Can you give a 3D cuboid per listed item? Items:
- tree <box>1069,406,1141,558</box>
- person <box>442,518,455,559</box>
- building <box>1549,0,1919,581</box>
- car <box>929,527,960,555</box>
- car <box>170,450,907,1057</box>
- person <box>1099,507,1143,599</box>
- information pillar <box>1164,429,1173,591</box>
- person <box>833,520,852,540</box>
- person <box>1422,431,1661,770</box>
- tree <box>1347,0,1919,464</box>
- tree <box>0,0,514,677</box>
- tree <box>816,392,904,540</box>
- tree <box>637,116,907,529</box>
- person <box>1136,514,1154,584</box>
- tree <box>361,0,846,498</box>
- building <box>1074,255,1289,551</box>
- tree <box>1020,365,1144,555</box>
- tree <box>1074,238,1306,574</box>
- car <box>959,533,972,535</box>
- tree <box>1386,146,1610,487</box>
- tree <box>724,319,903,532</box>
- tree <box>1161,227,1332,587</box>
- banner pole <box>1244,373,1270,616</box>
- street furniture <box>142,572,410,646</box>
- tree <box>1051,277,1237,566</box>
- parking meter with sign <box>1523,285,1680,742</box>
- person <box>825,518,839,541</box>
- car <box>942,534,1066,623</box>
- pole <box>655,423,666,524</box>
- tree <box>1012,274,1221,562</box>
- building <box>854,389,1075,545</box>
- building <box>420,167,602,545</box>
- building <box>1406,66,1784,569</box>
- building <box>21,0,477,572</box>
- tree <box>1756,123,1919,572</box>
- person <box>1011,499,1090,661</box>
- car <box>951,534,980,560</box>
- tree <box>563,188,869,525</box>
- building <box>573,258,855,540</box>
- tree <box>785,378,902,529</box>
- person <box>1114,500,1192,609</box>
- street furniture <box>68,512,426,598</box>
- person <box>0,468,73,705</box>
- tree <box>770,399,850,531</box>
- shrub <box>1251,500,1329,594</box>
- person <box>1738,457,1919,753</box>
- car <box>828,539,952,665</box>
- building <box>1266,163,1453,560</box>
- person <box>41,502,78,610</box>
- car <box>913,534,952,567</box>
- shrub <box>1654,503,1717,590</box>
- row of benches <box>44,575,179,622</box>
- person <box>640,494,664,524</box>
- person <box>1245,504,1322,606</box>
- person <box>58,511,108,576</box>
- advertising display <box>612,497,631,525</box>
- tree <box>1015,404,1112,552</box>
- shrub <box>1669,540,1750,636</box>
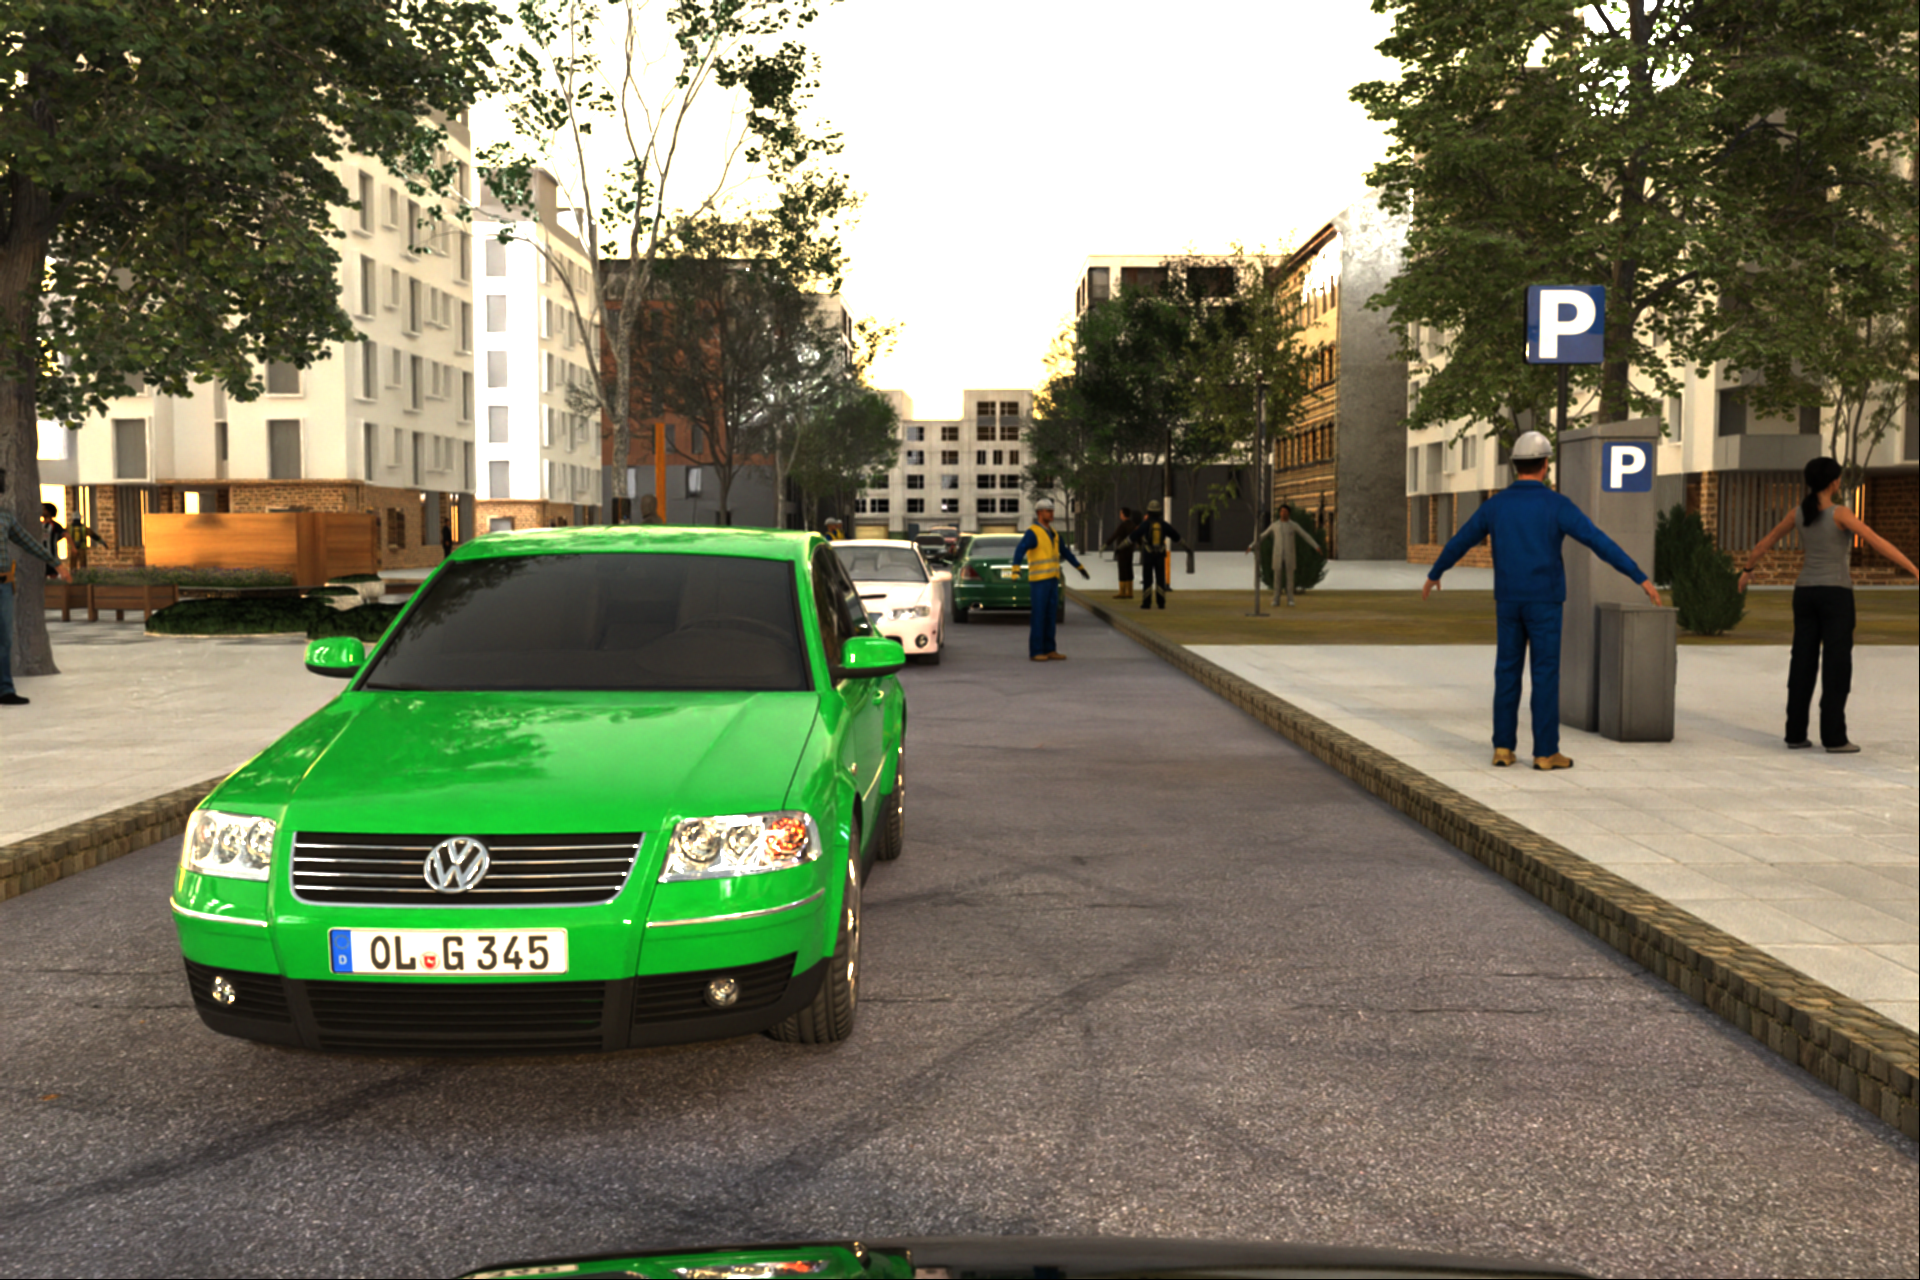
[{"bbox_3d":[7.435,-8.698,92.576,4.360,8.622,3.978,0,3,0],"label":"tree"},{"bbox_3d":[-17.059,-3.150,57.735,0.704,1.802,1.346,-1,4,-8],"label":"person"},{"bbox_3d":[24.756,-12.181,55.583,16.016,20.090,11.380,0,4,1],"label":"building"},{"bbox_3d":[-0.870,-5.220,94.017,2.281,1.827,5.304,0,4,0],"label":"car"},{"bbox_3d":[-1.149,0.154,6.285,1.959,1.807,4.718,0,4,1],"label":"car"},{"bbox_3d":[3.272,-1.736,34.516,0.704,1.812,1.346,3,5,42],"label":"person"},{"bbox_3d":[4.666,-2.910,38.937,0.183,3.616,0.504,0,4,-1],"label":"information pillar"},{"bbox_3d":[-4.074,-3.235,59.352,0.721,1.772,1.216,3,5,42],"label":"person"},{"bbox_3d":[3.143,-0.224,9.535,1.347,1.842,0.705,3,5,41],"label":"person"},{"bbox_3d":[7.754,-6.207,19.606,7.486,12.596,7.792,0,3,0],"label":"tree"},{"bbox_3d":[-8.741,-6.650,15.387,9.857,13.997,8.962,0,3,0],"label":"tree"},{"bbox_3d":[-7.658,-12.093,123.468,9.928,11.665,9.643,0,3,0],"label":"tree"},{"bbox_3d":[-8.923,-13.725,80.293,12.611,20.169,13.585,0,3,0],"label":"tree"},{"bbox_3d":[4.850,-2.356,44.793,0.705,1.796,1.348,-1,4,-10],"label":"person"},{"bbox_3d":[-8.518,-11.452,43.124,12.611,20.169,13.585,0,3,0],"label":"tree"},{"bbox_3d":[23.263,-18.308,143.311,27.936,21.610,32.646,0,4,0],"label":"building"},{"bbox_3d":[7.610,-10.979,105.267,9.928,11.665,9.643,0,3,0],"label":"tree"},{"bbox_3d":[7.281,-7.417,55.672,8.767,10.594,7.601,2,4,32],"label":"tree"},{"bbox_3d":[0.324,-6.113,108.994,2.155,1.783,4.494,0,4,0],"label":"car"},{"bbox_3d":[10.211,-4.980,31.789,4.737,8.622,4.395,0,3,0],"label":"tree"},{"bbox_3d":[-8.472,-11.591,99.883,12.009,13.543,11.850,0,3,0],"label":"tree"},{"bbox_3d":[7.168,-5.612,42.123,4.737,8.622,4.395,0,3,0],"label":"tree"},{"bbox_3d":[4.662,-2.252,26.840,0.401,3.779,0.863,0,4,1],"label":"banner pole"},{"bbox_3d":[-7.747,-0.560,24.790,5.734,0.657,10.072,0,4,-1],"label":"street furniture"},{"bbox_3d":[7.518,-8.844,70.361,9.928,11.665,9.643,0,3,0],"label":"tree"},{"bbox_3d":[4.243,-0.927,11.416,0.543,3.016,1.738,0,4,0],"label":"parking meter with sign"},{"bbox_3d":[-2.582,-1.656,35.992,0.721,1.772,1.216,1,4,9],"label":"person"},{"bbox_3d":[0.764,-1.076,29.388,2.131,1.459,4.920,0,4,-1],"label":"car"},{"bbox_3d":[-5.504,-2.327,31.894,0.158,3.312,0.155,0,3,0],"label":"pole"},{"bbox_3d":[7.497,-10.438,81.034,12.009,13.543,11.850,0,3,0],"label":"tree"},{"bbox_3d":[0.771,-21.336,217.760,31.486,18.905,16.747,0,4,3],"label":"building"},{"bbox_3d":[-26.378,-14.324,90.611,16.016,20.090,11.380,0,4,-1],"label":"building"},{"bbox_3d":[24.750,-13.327,74.324,16.016,20.090,11.380,0,4,1],"label":"building"},{"bbox_3d":[-25.267,-12.393,59.041,16.016,20.090,11.380,0,4,1],"label":"building"},{"bbox_3d":[14.942,-4.838,29.470,4.360,8.622,3.978,0,3,0],"label":"tree"},{"bbox_3d":[0.978,-0.687,19.652,0.705,1.833,1.349,3,5,41],"label":"person"},{"bbox_3d":[0.542,-4.396,81.654,2.009,1.686,4.222,0,4,0],"label":"car"},{"bbox_3d":[-8.380,-9.227,61.227,12.009,13.543,11.850,0,3,0],"label":"tree"},{"bbox_3d":[-24.041,-18.413,145.033,27.936,21.610,32.646,0,4,1],"label":"building"},{"bbox_3d":[-7.613,-11.314,110.735,9.928,11.665,9.643,0,3,0],"label":"tree"},{"bbox_3d":[3.331,-1.467,29.763,1.354,1.856,0.705,0,4,-4],"label":"person"},{"bbox_3d":[-16.231,-1.931,38.425,9.812,1.723,11.010,2,4,31],"label":"street furniture"},{"bbox_3d":[-7.224,-0.431,12.886,0.704,1.849,1.345,1,4,19],"label":"person"},{"bbox_3d":[-8.473,-8.697,92.556,4.360,8.622,3.978,0,3,0],"label":"tree"},{"bbox_3d":[7.062,-1.994,37.017,1.690,2.028,1.600,0,3,0],"label":"shrub"},{"bbox_3d":[5.164,-0.213,10.286,0.721,1.737,1.217,-2,4,-32],"label":"person"},{"bbox_3d":[-1.126,-0.497,20.482,2.083,1.381,4.827,0,4,0],"label":"car"},{"bbox_3d":[27.598,-15.999,92.509,19.493,23.208,18.063,0,4,1],"label":"building"},{"bbox_3d":[-15.506,-1.423,29.408,1.345,1.843,0.704,1,4,15],"label":"person"},{"bbox_3d":[-1.361,-4.045,75.929,2.009,1.686,4.222,0,4,0],"label":"car"},{"bbox_3d":[16.533,-2.164,39.807,1.690,2.028,1.600,0,3,0],"label":"shrub"},{"bbox_3d":[-13.564,-0.630,25.759,4.104,0.672,1.422,1,4,16],"label":"row of benches"},{"bbox_3d":[-4.177,-1.045,23.214,0.705,1.813,1.348,1,4,13],"label":"person"},{"bbox_3d":[5.767,-1.507,30.829,1.347,1.806,0.705,1,4,15],"label":"person"},{"bbox_3d":[-22.044,-2.295,43.285,1.354,1.858,0.705,-2,4,-24],"label":"person"},{"bbox_3d":[-5.999,-1.562,30.746,0.123,1.923,0.974,0,4,2],"label":"advertising display"},{"bbox_3d":[7.363,-11.483,122.158,7.601,10.594,8.767,0,4,-5],"label":"tree"},{"bbox_3d":[9.475,-0.662,21.936,1.383,1.207,1.383,0,3,0],"label":"shrub"}]
